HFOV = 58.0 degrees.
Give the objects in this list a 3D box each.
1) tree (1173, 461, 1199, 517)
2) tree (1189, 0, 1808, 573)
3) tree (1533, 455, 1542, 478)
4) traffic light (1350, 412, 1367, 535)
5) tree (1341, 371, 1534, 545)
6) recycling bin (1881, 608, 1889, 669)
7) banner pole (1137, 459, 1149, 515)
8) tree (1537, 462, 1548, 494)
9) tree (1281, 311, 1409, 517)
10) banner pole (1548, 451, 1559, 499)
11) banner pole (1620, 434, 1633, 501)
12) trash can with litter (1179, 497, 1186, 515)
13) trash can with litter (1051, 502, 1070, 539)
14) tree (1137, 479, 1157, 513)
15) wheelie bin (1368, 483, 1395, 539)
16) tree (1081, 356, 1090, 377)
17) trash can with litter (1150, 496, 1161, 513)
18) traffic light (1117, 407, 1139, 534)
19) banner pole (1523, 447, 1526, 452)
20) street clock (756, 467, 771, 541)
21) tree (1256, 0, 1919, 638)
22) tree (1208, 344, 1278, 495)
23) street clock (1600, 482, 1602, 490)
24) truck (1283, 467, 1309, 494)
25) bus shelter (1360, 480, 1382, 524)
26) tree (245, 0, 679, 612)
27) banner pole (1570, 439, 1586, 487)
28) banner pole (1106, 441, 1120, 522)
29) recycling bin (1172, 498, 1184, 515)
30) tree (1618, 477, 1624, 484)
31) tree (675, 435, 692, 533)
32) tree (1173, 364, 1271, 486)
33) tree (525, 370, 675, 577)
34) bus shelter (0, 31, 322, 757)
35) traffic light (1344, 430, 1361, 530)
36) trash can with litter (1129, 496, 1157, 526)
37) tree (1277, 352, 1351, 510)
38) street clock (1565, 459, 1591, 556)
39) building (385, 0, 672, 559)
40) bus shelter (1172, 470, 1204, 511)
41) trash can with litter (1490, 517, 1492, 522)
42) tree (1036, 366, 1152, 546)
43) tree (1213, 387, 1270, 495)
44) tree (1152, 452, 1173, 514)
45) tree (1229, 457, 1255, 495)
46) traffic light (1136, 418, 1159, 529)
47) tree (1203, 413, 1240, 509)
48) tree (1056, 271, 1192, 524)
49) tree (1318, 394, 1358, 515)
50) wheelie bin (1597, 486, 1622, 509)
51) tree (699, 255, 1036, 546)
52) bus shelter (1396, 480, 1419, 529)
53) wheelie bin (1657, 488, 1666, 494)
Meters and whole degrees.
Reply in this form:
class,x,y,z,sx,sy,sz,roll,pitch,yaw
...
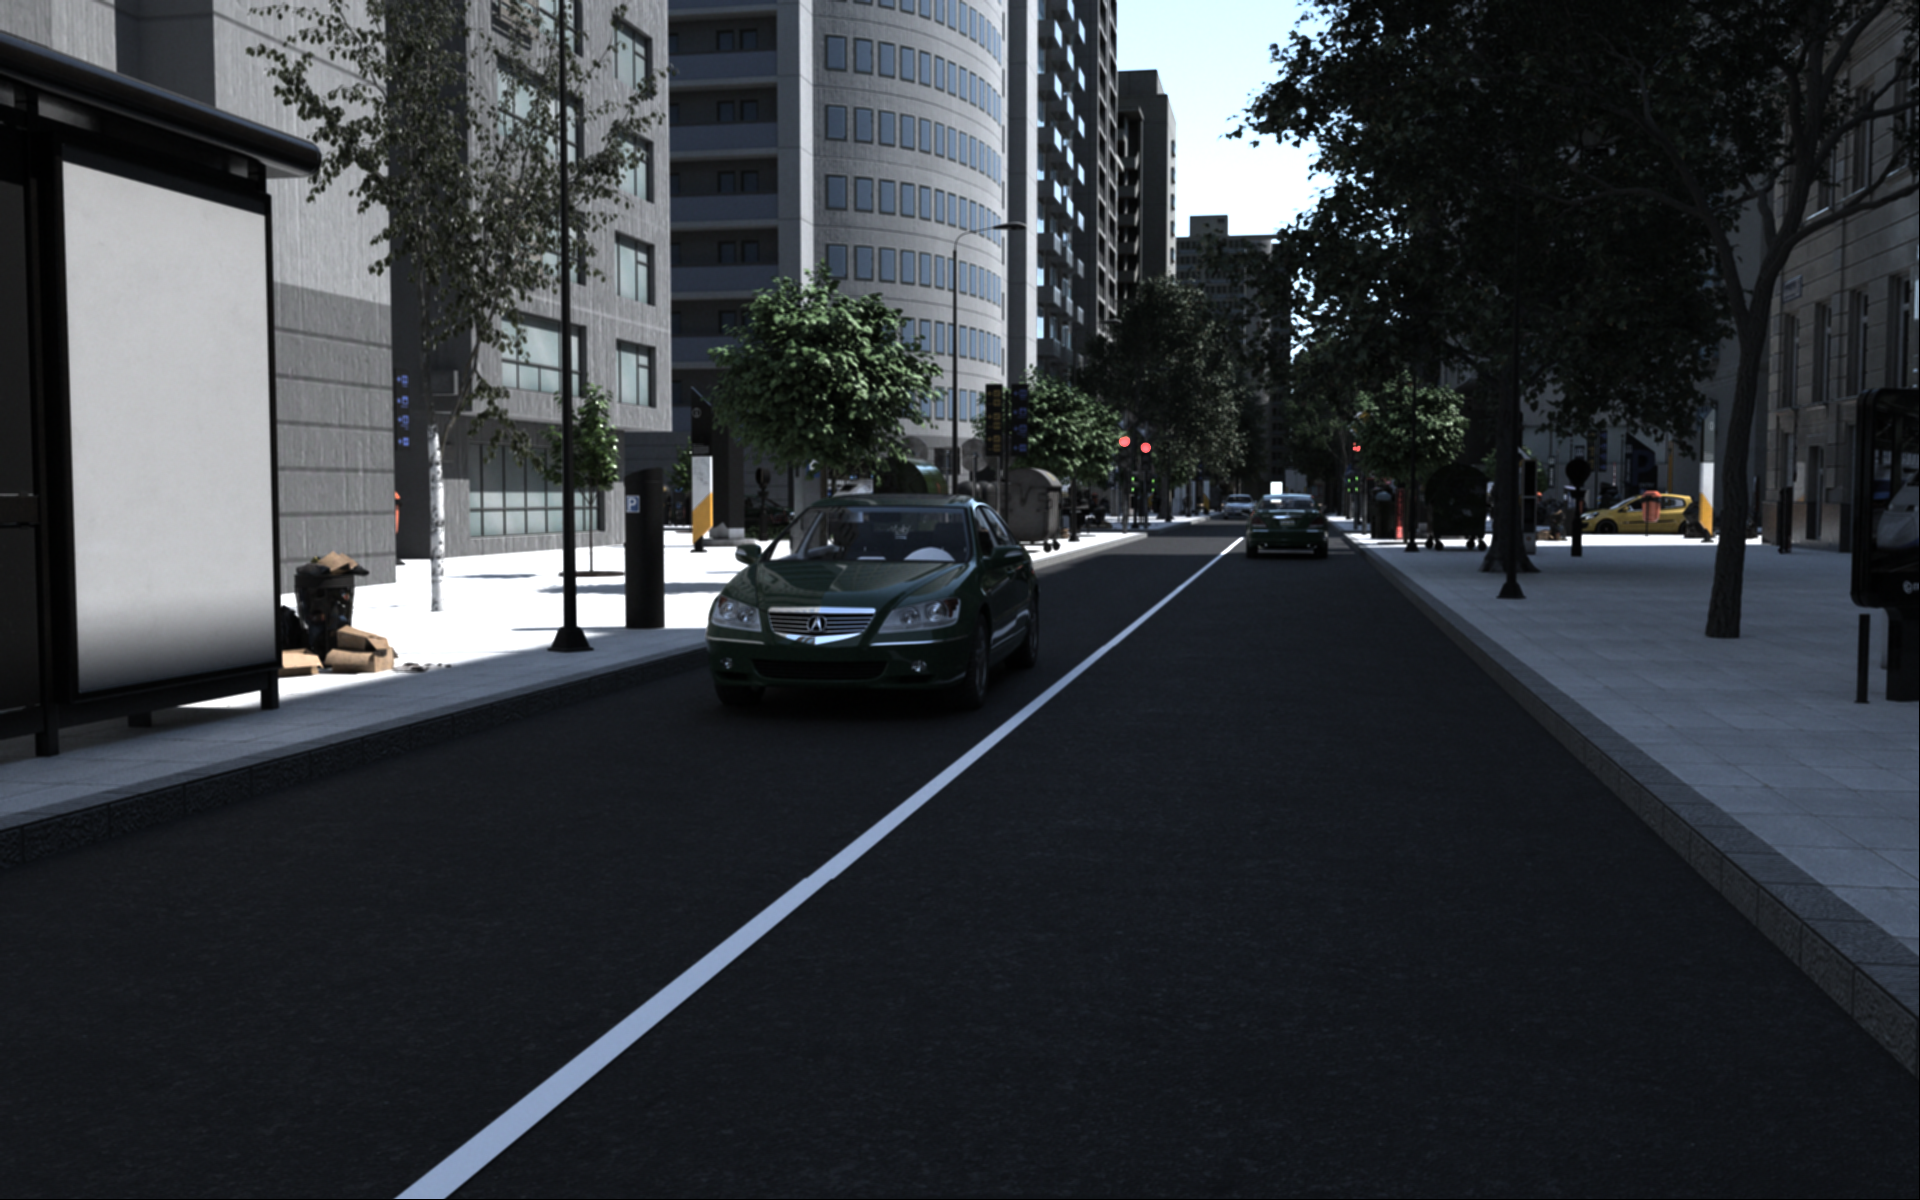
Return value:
class,x,y,z,sx,sy,sz,roll,pitch,yaw
tree,12.072,-7.084,99.536,4.285,4.588,4.351,0,3,0
tree,8.937,-6.795,28.113,9.611,12.733,9.660,0,3,0
tree,31.543,-7.059,99.120,4.285,4.588,4.351,0,3,0
traffic light,12.726,-4.010,54.489,0.839,4.253,0.868,1,4,11
tree,11.403,-3.714,44.430,4.285,4.588,4.351,0,3,0
recycling bin,7.237,-0.001,12.576,0.722,1.027,0.722,-2,4,-30
banner pole,11.447,-7.217,108.018,0.863,3.779,0.401,-2,4,-24
tree,34.725,-6.683,103.868,1.663,3.219,1.824,0,3,0
tree,21.767,-10.533,97.971,9.928,11.665,9.643,0,3,0
banner pole,34.289,-6.729,100.031,0.401,3.779,0.863,-2,4,-34
banner pole,27.950,-5.060,72.742,0.863,3.779,0.401,-2,4,-27
trash can with litter,13.805,-5.813,106.437,0.624,1.170,1.055,-2,4,-28
trash can with litter,2.705,-2.327,49.440,0.624,1.170,1.055,2,4,31
tree,12.459,-7.531,117.738,1.663,3.219,1.824,0,3,0
wheelie bin,12.197,-2.573,49.971,0.693,1.594,0.980,-1,4,-14
tree,10.349,-10.446,87.799,9.611,12.733,9.660,0,3,0
trash can with litter,13.137,-6.311,114.580,1.055,1.170,0.624,-3,5,-39
traffic light,5.349,-4.097,55.901,0.839,4.253,0.868,1,4,11
banner pole,30.069,-6.263,92.424,0.401,3.779,0.863,2,4,25
street clock,-5.350,-2.602,47.116,0.358,2.002,0.471,-2,4,-33
tree,6.743,-4.921,14.874,8.767,10.594,7.601,1,4,12
tree,33.501,-21.931,214.466,12.611,20.169,13.585,0,3,0
street clock,39.017,-6.153,105.164,0.358,2.002,0.471,0,4,6
truck,35.767,-11.957,184.417,2.839,4.237,11.283,1,4,11
bus shelter,19.174,-6.186,78.773,2.179,5.291,8.768,1,4,11
tree,-5.459,-4.176,18.638,4.360,8.622,3.978,0,3,0
banner pole,27.967,-5.423,78.687,0.863,3.779,0.401,3,5,42
banner pole,7.032,-5.440,78.958,0.863,3.779,0.401,2,4,24
recycling bin,13.611,-5.825,107.791,0.722,1.027,0.722,-2,4,-29
tree,40.837,-6.712,104.340,1.663,3.219,1.824,0,3,0
tree,-9.002,-3.817,57.008,1.663,3.219,1.824,0,3,0
tree,23.186,-15.287,156.601,9.857,13.997,8.962,0,3,0
tree,-5.780,-2.001,27.315,1.663,3.219,1.824,0,3,0
bus shelter,-5.659,-1.745,6.167,2.179,5.291,8.768,1,4,11
traffic light,14.249,-4.490,62.328,0.839,4.253,0.868,1,4,11
trash can with litter,7.198,-3.637,70.523,1.678,1.210,2.233,1,4,17
tree,30.389,-14.363,141.485,9.857,13.997,8.962,0,3,0
street clock,12.707,-1.900,35.643,0.471,2.002,0.358,2,4,28
building,-14.924,-21.832,40.549,14.086,41.232,14.154,1,4,11
bus shelter,14.725,-7.256,112.552,2.014,3.302,5.546,1,4,11
trash can with litter,25.194,-4.234,80.284,1.678,1.210,2.233,-1,4,-9
tree,1.900,-3.658,43.528,4.285,4.588,4.351,0,3,0
tree,28.685,-16.108,181.496,7.486,12.596,7.792,0,3,0
tree,3.512,-4.206,52.475,4.285,4.588,4.351,0,3,0
tree,32.013,-15.311,200.697,4.360,8.622,3.978,0,3,0
traffic light,6.872,-4.576,63.740,0.839,4.253,0.868,1,4,11
tree,20.219,-11.432,137.271,4.737,8.622,4.395,0,3,0
tree,7.225,-8.467,72.842,7.601,10.594,8.767,3,5,40
tree,23.880,-9.550,106.497,4.360,8.622,3.978,0,3,0
wheelie bin,25.607,-3.689,68.223,0.980,1.594,0.693,0,4,-8
tree,-1.867,-2.458,23.904,4.285,4.588,4.351,0,3,0
bus shelter,16.968,-4.484,64.595,1.731,3.624,6.357,1,4,11
wheelie bin,35.803,-4.945,88.763,0.980,1.594,0.693,2,4,35
